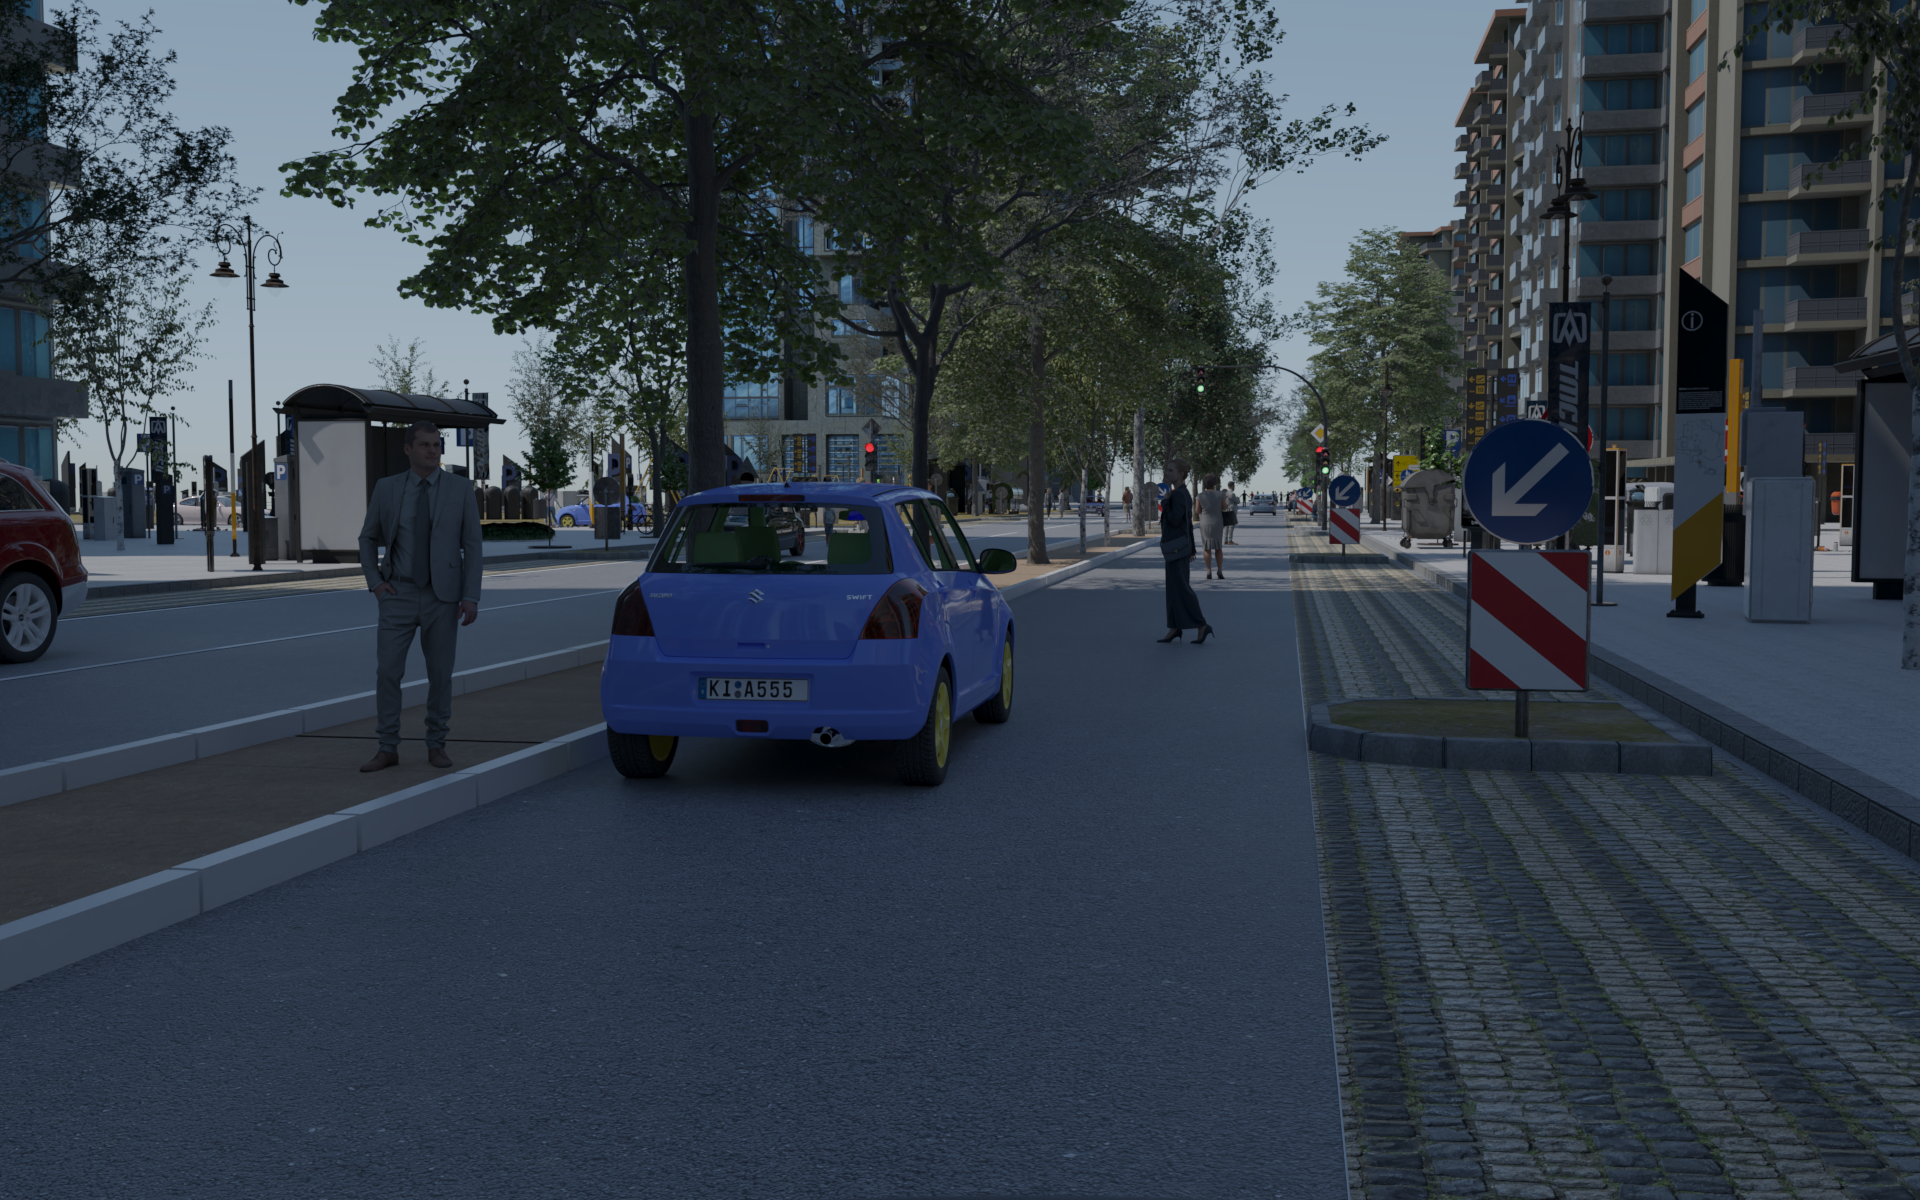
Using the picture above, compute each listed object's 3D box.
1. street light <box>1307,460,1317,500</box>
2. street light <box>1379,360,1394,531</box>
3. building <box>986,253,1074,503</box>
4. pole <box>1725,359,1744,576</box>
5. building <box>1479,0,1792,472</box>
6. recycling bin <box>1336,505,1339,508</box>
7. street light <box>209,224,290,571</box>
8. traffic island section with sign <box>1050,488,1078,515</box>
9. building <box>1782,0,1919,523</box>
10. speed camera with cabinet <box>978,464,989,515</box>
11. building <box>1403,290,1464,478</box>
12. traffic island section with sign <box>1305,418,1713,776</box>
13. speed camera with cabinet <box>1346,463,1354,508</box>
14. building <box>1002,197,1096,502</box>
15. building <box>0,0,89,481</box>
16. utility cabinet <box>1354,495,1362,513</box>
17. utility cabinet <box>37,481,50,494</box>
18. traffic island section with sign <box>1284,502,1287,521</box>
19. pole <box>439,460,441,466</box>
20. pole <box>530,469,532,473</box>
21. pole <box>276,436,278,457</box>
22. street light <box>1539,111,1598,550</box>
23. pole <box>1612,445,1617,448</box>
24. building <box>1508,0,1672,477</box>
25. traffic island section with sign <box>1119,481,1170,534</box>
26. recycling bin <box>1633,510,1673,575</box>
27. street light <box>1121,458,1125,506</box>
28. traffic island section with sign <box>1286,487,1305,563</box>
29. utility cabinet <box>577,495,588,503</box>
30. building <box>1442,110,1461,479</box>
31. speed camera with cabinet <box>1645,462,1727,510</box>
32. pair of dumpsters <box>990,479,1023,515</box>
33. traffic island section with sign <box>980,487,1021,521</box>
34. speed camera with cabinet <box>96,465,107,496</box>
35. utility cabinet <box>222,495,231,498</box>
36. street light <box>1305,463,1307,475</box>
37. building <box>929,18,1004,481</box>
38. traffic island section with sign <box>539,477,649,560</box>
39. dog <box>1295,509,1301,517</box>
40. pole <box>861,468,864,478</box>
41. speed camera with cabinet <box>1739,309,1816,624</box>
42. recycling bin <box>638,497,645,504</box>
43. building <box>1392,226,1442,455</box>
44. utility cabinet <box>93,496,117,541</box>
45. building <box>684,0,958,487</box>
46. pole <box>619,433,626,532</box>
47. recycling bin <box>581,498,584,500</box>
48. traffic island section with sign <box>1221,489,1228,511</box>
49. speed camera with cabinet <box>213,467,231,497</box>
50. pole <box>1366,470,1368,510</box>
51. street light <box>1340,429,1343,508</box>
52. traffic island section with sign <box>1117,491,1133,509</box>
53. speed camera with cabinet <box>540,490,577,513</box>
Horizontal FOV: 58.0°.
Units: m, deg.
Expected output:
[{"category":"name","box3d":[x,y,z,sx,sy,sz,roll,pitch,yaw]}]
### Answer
[{"category":"street light","box3d":[44.139,-14.943,217.109,0.468,5.910,1.993,1,4,11]},{"category":"street light","box3d":[14.692,-5.319,59.761,0.468,5.910,1.993,1,4,11]},{"category":"building","box3d":[0.240,-34.687,259.006,32.217,40.220,23.993,1,4,11]},{"category":"pole","box3d":[11.754,-1.986,26.308,0.158,3.312,0.155,0,3,0]},{"category":"building","box3d":[57.746,-30.607,155.050,22.147,44.769,28.867,1,4,11]},{"category":"recycling bin","box3d":[29.321,-7.464,134.586,0.722,1.027,0.722,2,4,29]},{"category":"street light","box3d":[-11.773,-3.429,28.850,0.468,5.910,1.993,1,4,11]},{"category":"traffic island section with sign","box3d":[7.234,-6.835,120.384,1.989,1.847,2.006,1,4,11]},{"category":"building","box3d":[48.438,-26.234,83.553,28.867,44.769,22.147,1,4,11]},{"category":"speed camera with cabinet","box3d":[1.331,-6.990,108.623,0.660,3.252,2.038,1,4,13]},{"category":"building","box3d":[73.467,-29.815,259.169,14.160,30.474,14.107,1,4,11]},{"category":"traffic island section with sign","box3d":[3.002,-0.074,9.840,1.989,1.847,2.006,1,4,11]},{"category":"speed camera with cabinet","box3d":[24.627,-7.063,109.818,0.660,3.252,2.038,1,4,18]},{"category":"building","box3d":[10.315,-45.326,283.077,21.231,58.520,28.212,1,4,11]},{"category":"building","box3d":[-42.105,-26.021,45.057,30.456,49.044,23.786,1,4,11]},{"category":"utility cabinet","box3d":[26.195,-6.357,115.106,1.020,1.237,0.306,0,4,2]},{"category":"utility cabinet","box3d":[-14.848,-1.154,27.544,1.173,1.500,0.318,3,5,40]},{"category":"traffic island section with sign","box3d":[18.119,-5.043,91.081,1.989,1.847,2.006,1,4,11]},{"category":"pole","box3d":[-28.460,-6.172,94.755,0.158,3.312,0.155,0,3,0]},{"category":"pole","box3d":[-25.958,-6.778,104.664,0.158,3.312,0.155,0,3,0]},{"category":"pole","box3d":[-23.896,-4.095,60.790,0.158,3.312,0.155,0,3,0]},{"category":"street light","box3d":[7.486,-2.976,21.450,0.468,5.910,1.993,1,4,11]},{"category":"pole","box3d":[26.987,-4.749,71.485,0.158,3.312,0.155,0,3,0]},{"category":"building","box3d":[51.476,-30.734,122.113,23.786,49.044,30.456,1,4,11]},{"category":"traffic island section with sign","box3d":[6.785,-3.315,62.330,2.006,1.907,1.989,1,4,11]},{"category":"recycling bin","box3d":[11.205,-0.934,27.818,0.722,1.027,0.722,1,4,21]},{"category":"street light","box3d":[17.501,-13.032,185.856,0.468,5.910,1.993,1,4,11]},{"category":"traffic island section with sign","box3d":[7.930,-1.695,36.342,1.989,1.847,2.006,1,4,11]},{"category":"utility cabinet","box3d":[-25.153,-6.377,115.426,1.020,1.237,0.306,-1,4,-14]},{"category":"building","box3d":[63.969,-32.329,183.203,22.147,44.769,28.867,1,4,11]},{"category":"speed camera with cabinet","box3d":[17.484,-2.884,41.482,2.038,3.252,0.660,-1,4,-10]},{"category":"pair of dumpsters","box3d":[2.905,-6.493,108.646,1.574,2.255,4.437,1,4,10]},{"category":"traffic island section with sign","box3d":[2.222,-5.187,93.443,1.989,1.847,2.006,1,4,11]},{"category":"speed camera with cabinet","box3d":[-58.834,-7.624,118.988,0.660,3.252,2.038,1,4,22]},{"category":"utility cabinet","box3d":[-41.098,-5.304,97.882,0.306,1.237,1.020,3,5,43]},{"category":"street light","box3d":[52.032,-17.577,260.165,0.468,5.910,1.993,1,4,11]},{"category":"building","box3d":[-10.374,-37.062,195.206,28.713,52.752,27.495,1,4,11]},{"category":"traffic island section with sign","box3d":[-8.031,-1.825,38.469,1.989,1.847,2.006,1,4,11]},{"category":"dog","box3d":[20.744,-5.319,106.247,0.540,0.507,0.406,2,4,30]},{"category":"pole","box3d":[-7.722,-8.745,136.816,0.158,3.312,0.155,0,3,0]},{"category":"speed camera with cabinet","box3d":[8.489,-1.446,17.973,0.660,3.252,2.038,1,4,22]},{"category":"recycling bin","box3d":[-24.129,-7.186,130.042,0.722,1.027,0.722,3,4,37]},{"category":"building","box3d":[81.573,-38.243,279.902,22.147,44.769,28.867,1,4,11]},{"category":"utility cabinet","box3d":[-23.747,-2.263,48.159,0.306,1.237,1.020,0,4,-8]},{"category":"building","box3d":[-11.983,-52.101,164.517,22.319,86.520,31.000,1,4,11]},{"category":"pole","box3d":[-11.342,-3.938,58.228,0.158,3.312,0.155,0,3,0]},{"category":"recycling bin","box3d":[-23.684,-5.991,110.505,0.722,1.027,0.722,2,4,30]},{"category":"traffic island section with sign","box3d":[21.905,-8.278,143.484,2.006,1.907,1.989,1,4,11]},{"category":"speed camera with cabinet","box3d":[-55.350,-8.263,129.430,0.660,3.252,2.038,1,4,20]},{"category":"pole","box3d":[32.728,-8.878,138.998,0.158,3.312,0.155,0,3,0]},{"category":"street light","box3d":[22.782,-7.974,103.167,0.468,5.910,1.993,1,4,11]},{"category":"traffic island section with sign","box3d":[16.399,-9.842,169.543,1.989,1.847,2.006,1,4,11]},{"category":"speed camera with cabinet","box3d":[-20.102,-5.651,86.725,0.660,3.252,2.038,2,4,30]}]
